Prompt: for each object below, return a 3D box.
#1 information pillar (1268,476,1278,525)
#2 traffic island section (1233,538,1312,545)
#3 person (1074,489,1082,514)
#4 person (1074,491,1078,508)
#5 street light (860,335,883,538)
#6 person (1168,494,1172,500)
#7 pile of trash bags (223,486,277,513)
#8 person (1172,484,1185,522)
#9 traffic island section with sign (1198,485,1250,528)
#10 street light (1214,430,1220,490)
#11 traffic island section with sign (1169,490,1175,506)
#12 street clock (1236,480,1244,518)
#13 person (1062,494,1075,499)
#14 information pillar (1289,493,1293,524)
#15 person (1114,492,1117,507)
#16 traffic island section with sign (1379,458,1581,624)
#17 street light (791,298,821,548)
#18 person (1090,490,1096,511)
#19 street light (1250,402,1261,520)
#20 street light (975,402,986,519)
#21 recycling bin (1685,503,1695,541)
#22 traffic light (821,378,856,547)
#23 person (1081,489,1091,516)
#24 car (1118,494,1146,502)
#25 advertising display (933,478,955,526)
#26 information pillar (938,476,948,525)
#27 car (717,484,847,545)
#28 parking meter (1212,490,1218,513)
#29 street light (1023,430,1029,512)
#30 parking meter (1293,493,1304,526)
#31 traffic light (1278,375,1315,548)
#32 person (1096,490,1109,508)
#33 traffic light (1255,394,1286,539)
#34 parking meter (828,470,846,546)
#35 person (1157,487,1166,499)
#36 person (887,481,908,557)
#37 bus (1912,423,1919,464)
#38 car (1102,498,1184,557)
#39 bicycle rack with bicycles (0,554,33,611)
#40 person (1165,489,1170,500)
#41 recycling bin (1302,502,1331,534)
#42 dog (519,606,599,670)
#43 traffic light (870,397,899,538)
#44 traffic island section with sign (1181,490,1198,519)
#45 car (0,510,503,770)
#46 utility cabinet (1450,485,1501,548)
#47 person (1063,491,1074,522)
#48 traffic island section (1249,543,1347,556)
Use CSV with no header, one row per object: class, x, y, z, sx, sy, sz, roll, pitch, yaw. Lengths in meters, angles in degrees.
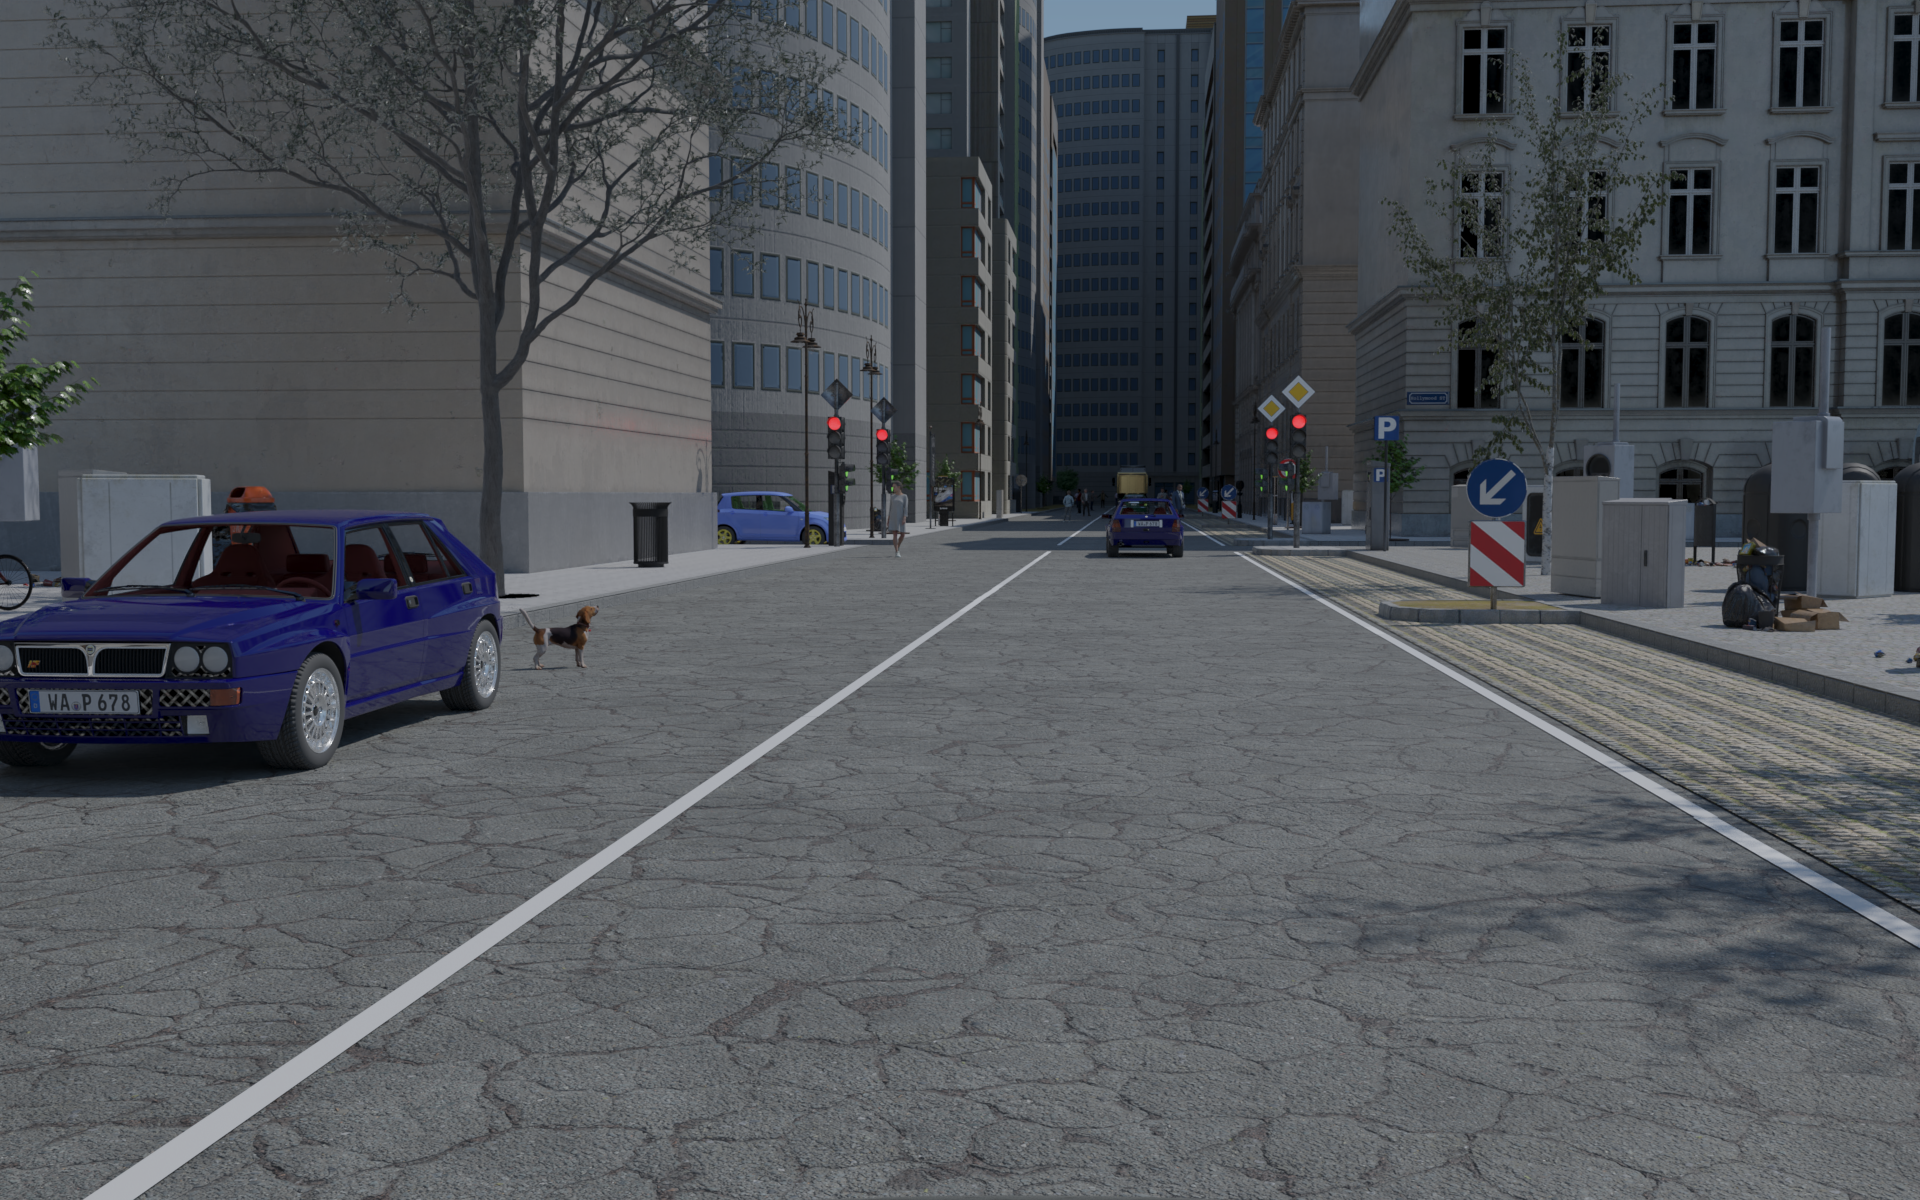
information pillar,13.038,-4.139,72.161,0.304,2.012,0.304,2,4,35
traffic island section,8.809,-1.640,49.090,2.009,0.180,2.903,0,4,6
person,8.758,-7.288,127.619,0.705,1.831,1.348,2,4,25
person,12.055,-10.346,178.595,0.756,1.711,0.436,-1,4,-17
street light,-2.577,-4.751,50.474,0.468,5.910,1.993,0,4,6
person,20.026,-9.228,162.574,0.799,1.438,0.628,-3,5,-41
pile of trash bags,-9.096,-0.667,20.657,3.447,1.369,1.912,3,5,41
person,8.295,-3.496,65.840,0.419,1.800,0.721,3,5,45
traffic island section with sign,11.271,-3.972,73.566,1.989,1.847,2.006,0,4,6
street light,18.086,-9.150,122.396,0.468,5.910,1.993,0,4,6
traffic island section with sign,18.932,-8.668,150.342,1.989,1.847,2.006,0,4,6
street clock,14.880,-5.353,92.094,0.471,2.002,0.358,-3,5,-41
person,9.423,-8.621,149.978,1.217,1.766,0.721,0,4,8
information pillar,14.275,-5.036,73.685,0.504,3.616,0.183,-3,4,-38
person,17.503,-11.210,192.728,0.436,1.711,0.756,-1,4,-21
traffic island section with sign,5.908,-0.693,19.951,1.989,1.847,2.006,0,4,6
street light,-3.641,-4.177,41.085,0.468,5.910,1.993,0,4,6
person,11.503,-8.538,148.625,0.750,1.759,0.617,2,4,29
street light,14.550,-6.896,85.544,0.468,5.910,1.993,0,4,6
street light,1.019,-7.005,87.324,0.468,5.910,1.993,0,4,6
recycling bin,20.020,-2.179,48.176,0.722,1.027,0.722,1,4,17
traffic light,-2.983,-3.253,42.109,0.839,4.253,0.868,0,4,6
person,8.170,-6.305,111.978,0.661,1.777,0.834,-1,4,-21
car,10.826,-5.844,107.348,2.131,1.459,4.920,0,4,7
advertising display,-0.633,-3.899,68.956,0.974,1.923,0.123,2,4,35
information pillar,-0.699,-4.054,70.772,0.304,2.012,0.304,-2,4,-26
car,-4.860,-2.235,46.133,3.694,1.707,1.945,0,4,5
parking meter,17.123,-6.591,116.169,0.372,1.533,0.369,0,3,0
street light,4.773,-9.269,124.337,0.468,5.910,1.993,0,4,6
parking meter,13.393,-3.848,68.618,0.399,1.863,0.255,2,4,23
traffic light,7.976,-3.187,41.034,0.839,4.253,0.868,0,4,6
person,14.926,-10.552,181.116,1.348,1.812,0.705,1,4,18
traffic light,8.770,-3.673,48.980,0.839,4.253,0.868,0,4,6
parking meter,-3.052,-2.275,42.911,0.399,1.863,0.255,1,4,9
person,11.238,-5.371,96.501,0.511,1.800,0.466,1,4,12
person,-1.437,-1.849,39.484,0.466,1.731,0.760,-1,4,-14
bus,31.018,-2.928,42.733,13.247,3.499,2.948,0,4,7
car,4.293,-1.710,40.535,1.945,1.354,3.894,0,4,4
bicycle rack with bicycles,-11.842,-0.298,18.261,2.925,0.926,2.852,1,4,13
person,17.622,-8.523,147.849,0.705,1.824,1.348,-1,4,-13
recycling bin,11.465,-2.640,55.714,0.722,1.027,0.722,3,4,36
dog,-3.291,0.307,14.265,0.406,0.507,0.540,2,4,27
traffic light,-2.189,-3.739,50.055,0.839,4.253,0.868,0,4,6
traffic island section with sign,13.940,-5.612,100.389,1.989,1.847,2.006,0,4,6
car,-4.091,0.141,10.282,1.945,1.354,3.894,0,4,4
utility cabinet,12.048,-1.946,40.501,0.318,1.500,1.173,-3,4,-37
person,5.561,-4.792,88.661,0.589,1.601,0.330,1,4,21
traffic island section,8.015,-1.154,41.144,2.009,0.180,2.903,0,4,6
